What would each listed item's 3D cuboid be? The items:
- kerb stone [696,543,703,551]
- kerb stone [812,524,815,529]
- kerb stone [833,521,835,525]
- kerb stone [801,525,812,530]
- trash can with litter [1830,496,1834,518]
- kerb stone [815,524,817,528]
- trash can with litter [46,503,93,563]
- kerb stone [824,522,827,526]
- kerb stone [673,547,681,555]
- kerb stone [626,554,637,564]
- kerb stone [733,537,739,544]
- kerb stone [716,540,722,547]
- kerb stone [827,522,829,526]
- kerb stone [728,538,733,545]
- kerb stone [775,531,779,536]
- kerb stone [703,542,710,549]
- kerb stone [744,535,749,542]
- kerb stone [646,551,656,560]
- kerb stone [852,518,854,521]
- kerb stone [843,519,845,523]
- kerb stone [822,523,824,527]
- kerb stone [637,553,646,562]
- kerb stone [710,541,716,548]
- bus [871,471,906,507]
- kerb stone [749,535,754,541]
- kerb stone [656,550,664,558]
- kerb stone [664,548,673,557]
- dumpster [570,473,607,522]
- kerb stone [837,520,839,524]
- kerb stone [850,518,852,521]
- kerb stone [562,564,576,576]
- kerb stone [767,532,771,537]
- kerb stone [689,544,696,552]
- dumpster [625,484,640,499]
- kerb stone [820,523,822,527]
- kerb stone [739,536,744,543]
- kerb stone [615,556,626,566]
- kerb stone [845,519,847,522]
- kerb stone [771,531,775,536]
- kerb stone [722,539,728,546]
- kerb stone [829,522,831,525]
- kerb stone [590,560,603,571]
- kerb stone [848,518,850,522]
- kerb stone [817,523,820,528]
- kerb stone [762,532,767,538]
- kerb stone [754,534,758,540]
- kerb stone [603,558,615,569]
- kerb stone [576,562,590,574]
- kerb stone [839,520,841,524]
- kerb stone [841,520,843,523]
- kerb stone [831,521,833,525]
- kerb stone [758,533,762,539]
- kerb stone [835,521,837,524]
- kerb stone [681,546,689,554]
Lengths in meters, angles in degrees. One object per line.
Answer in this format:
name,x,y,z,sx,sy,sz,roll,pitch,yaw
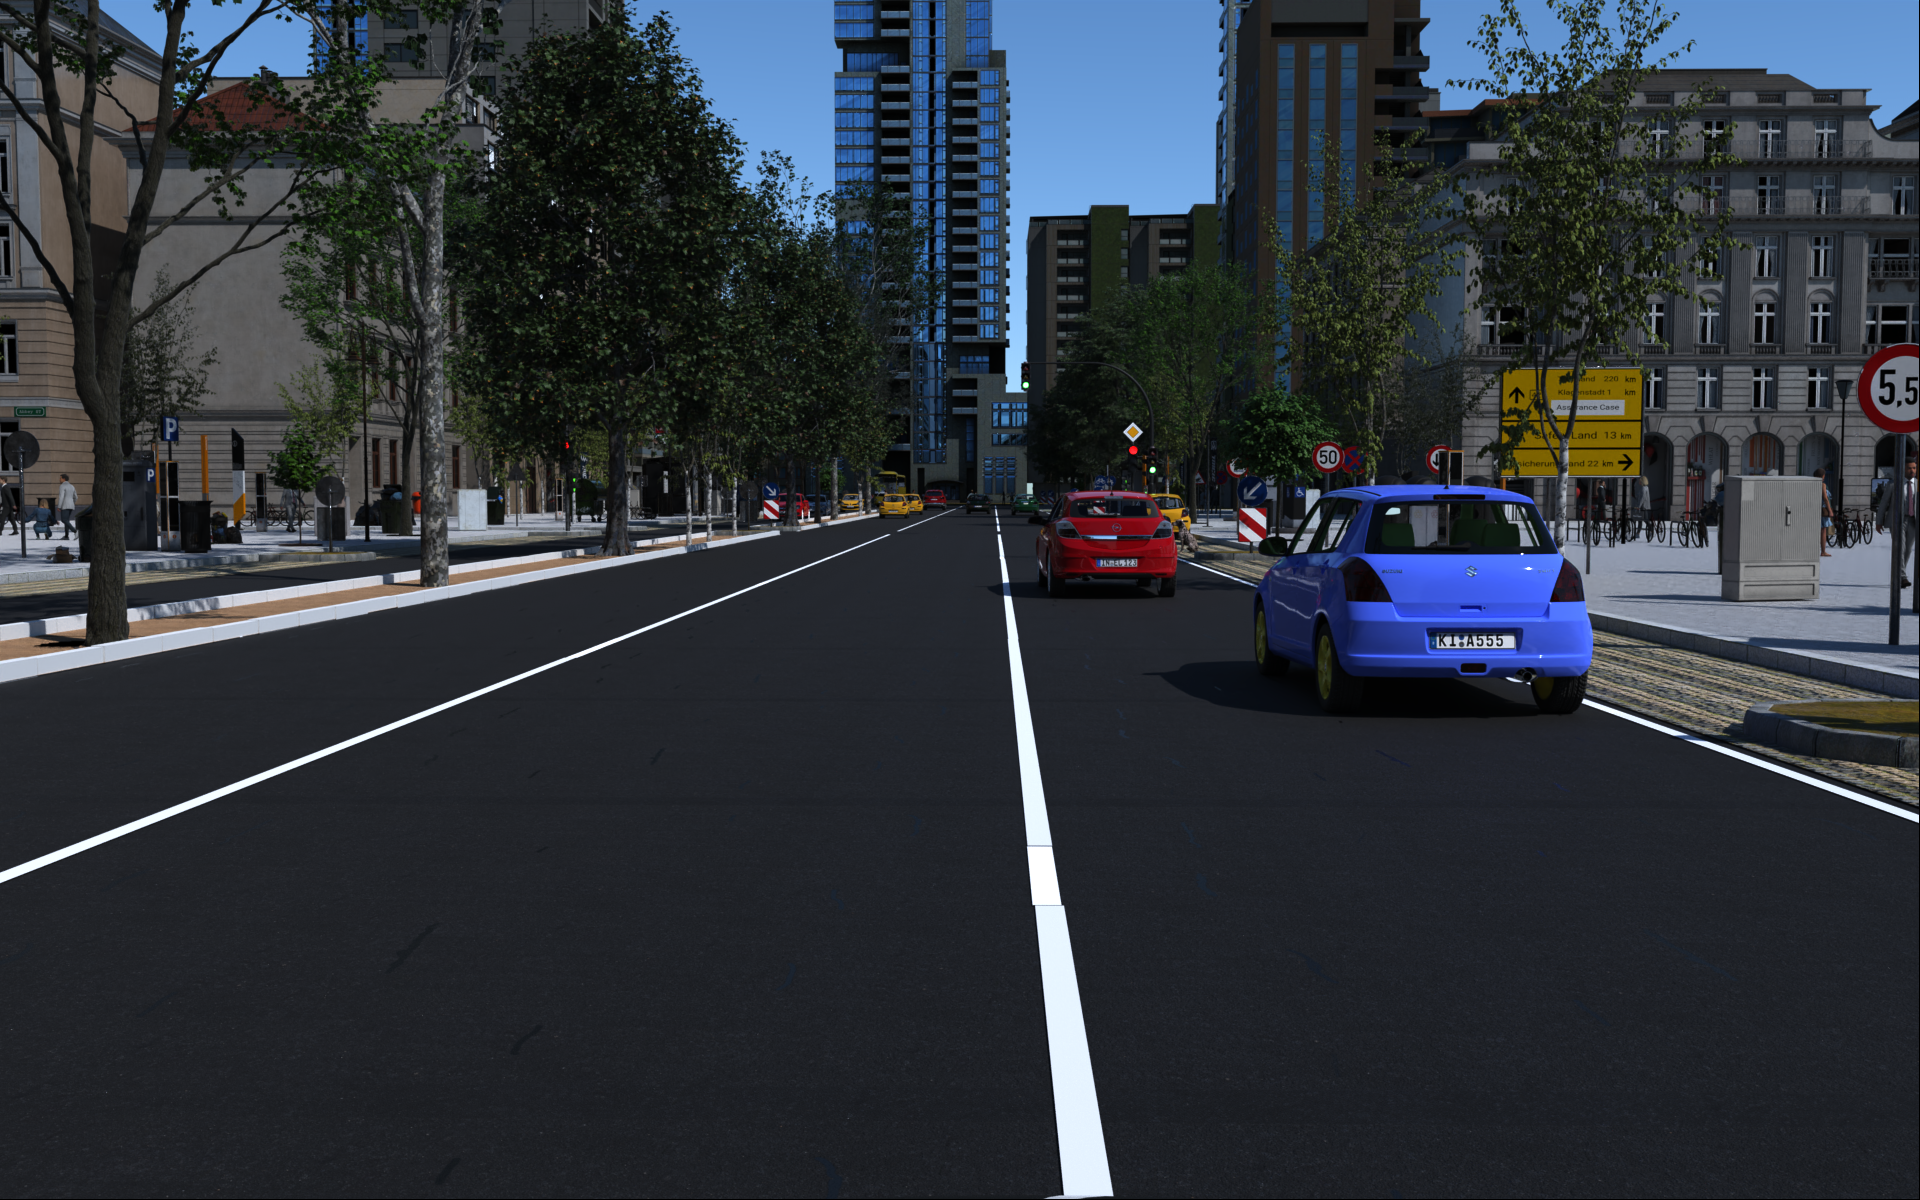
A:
kerb stone,-6.710,-1.324,43.854,0.120,0.150,1.000,0,4,1
kerb stone,-6.180,-2.988,71.055,0.120,0.150,1.000,0,4,1
kerb stone,-6.002,-3.553,80.288,0.120,0.150,1.000,0,4,1
kerb stone,-6.203,-2.926,70.033,0.120,0.150,1.000,0,4,1
trash can with litter,34.333,-3.552,69.136,1.678,1.210,2.233,-2,4,-26
kerb stone,-6.161,-3.051,72.077,0.120,0.150,1.000,0,4,1
trash can with litter,-16.497,-1.288,32.443,1.055,1.170,0.624,-3,5,-42
kerb stone,-6.087,-3.302,76.178,0.120,0.150,1.000,0,4,1
kerb stone,-6.774,-1.136,40.788,0.120,0.150,1.000,0,4,1
kerb stone,-6.873,-0.821,35.650,0.120,0.150,1.000,0,4,1
kerb stone,-6.588,-1.693,50.020,0.120,0.150,1.000,0,4,1
kerb stone,-6.657,-1.513,46.928,0.120,0.150,1.000,0,4,1
kerb stone,-6.067,-3.362,77.200,0.120,0.150,1.000,0,4,1
kerb stone,-6.615,-1.638,48.994,0.120,0.150,1.000,0,4,1
kerb stone,-6.413,-2.265,59.226,0.120,0.150,1.000,0,4,1
kerb stone,-6.698,-1.387,44.876,0.120,0.150,1.000,0,4,1
kerb stone,-6.560,-1.827,52.068,0.120,0.150,1.000,0,4,1
kerb stone,-6.832,-0.948,37.698,0.120,0.150,1.000,0,4,1
kerb stone,-5.793,-4.180,90.537,0.120,0.150,1.000,0,4,1
kerb stone,-5.897,-3.866,85.412,0.120,0.150,1.000,0,4,1
kerb stone,-6.109,-3.239,75.156,0.120,0.150,1.000,0,4,1
kerb stone,-6.857,-0.883,36.672,0.120,0.150,1.000,0,4,1
kerb stone,-6.673,-1.450,45.898,0.120,0.150,1.000,0,4,1
bus,-7.687,-12.155,190.283,2.896,3.916,12.252,0,4,3
kerb stone,-6.532,-1.890,53.089,0.120,0.150,1.000,0,4,1
kerb stone,-6.821,-1.011,38.721,0.120,0.150,1.000,0,4,1
kerb stone,-6.788,-1.070,39.755,0.120,0.150,1.000,0,4,1
dumpster,-17.067,-4.685,79.086,1.502,2.255,1.985,0,4,1
kerb stone,-5.965,-3.679,82.339,0.120,0.150,1.000,0,4,1
kerb stone,-5.828,-4.117,89.515,0.120,0.150,1.000,0,4,1
kerb stone,-6.982,-0.508,30.509,0.120,0.150,1.000,0,4,1
kerb stone,-6.453,-2.137,57.177,0.120,0.150,1.000,0,4,1
kerb stone,-6.733,-1.259,42.833,0.120,0.150,1.000,0,4,1
dumpster,-18.837,-5.618,97.617,1.264,1.857,1.865,0,4,1
kerb stone,-6.123,-3.177,74.133,0.120,0.150,1.000,0,4,1
kerb stone,-6.577,-1.759,51.046,0.120,0.150,1.000,0,4,1
kerb stone,-6.892,-0.760,34.628,0.120,0.150,1.000,0,4,1
kerb stone,-5.886,-3.928,86.435,0.120,0.150,1.000,0,4,1
kerb stone,-6.439,-2.202,58.201,0.120,0.150,1.000,0,4,1
kerb stone,-6.626,-1.575,47.961,0.120,0.150,1.000,0,4,1
kerb stone,-6.038,-3.427,78.225,0.120,0.150,1.000,0,4,1
kerb stone,-6.941,-0.635,32.571,0.120,0.150,1.000,0,4,1
kerb stone,-5.845,-4.050,88.479,0.120,0.150,1.000,0,4,1
kerb stone,-6.141,-3.114,73.106,0.120,0.150,1.000,0,4,1
kerb stone,-6.479,-2.077,56.155,0.120,0.150,1.000,0,4,1
kerb stone,-6.516,-1.951,54.111,0.120,0.150,1.000,0,4,1
kerb stone,-6.915,-0.698,33.600,0.120,0.150,1.000,0,4,1
kerb stone,-6.956,-0.571,31.539,0.120,0.150,1.000,0,4,1
kerb stone,-5.943,-3.740,83.364,0.120,0.150,1.000,0,4,1
kerb stone,-5.923,-3.804,84.390,0.120,0.150,1.000,0,4,1
kerb stone,-6.015,-3.490,79.258,0.120,0.150,1.000,0,4,1
kerb stone,-6.498,-2.010,55.133,0.120,0.150,1.000,0,4,1
kerb stone,-5.985,-3.616,81.310,0.120,0.150,1.000,0,4,1
kerb stone,-6.742,-1.200,41.809,0.120,0.150,1.000,0,4,1
